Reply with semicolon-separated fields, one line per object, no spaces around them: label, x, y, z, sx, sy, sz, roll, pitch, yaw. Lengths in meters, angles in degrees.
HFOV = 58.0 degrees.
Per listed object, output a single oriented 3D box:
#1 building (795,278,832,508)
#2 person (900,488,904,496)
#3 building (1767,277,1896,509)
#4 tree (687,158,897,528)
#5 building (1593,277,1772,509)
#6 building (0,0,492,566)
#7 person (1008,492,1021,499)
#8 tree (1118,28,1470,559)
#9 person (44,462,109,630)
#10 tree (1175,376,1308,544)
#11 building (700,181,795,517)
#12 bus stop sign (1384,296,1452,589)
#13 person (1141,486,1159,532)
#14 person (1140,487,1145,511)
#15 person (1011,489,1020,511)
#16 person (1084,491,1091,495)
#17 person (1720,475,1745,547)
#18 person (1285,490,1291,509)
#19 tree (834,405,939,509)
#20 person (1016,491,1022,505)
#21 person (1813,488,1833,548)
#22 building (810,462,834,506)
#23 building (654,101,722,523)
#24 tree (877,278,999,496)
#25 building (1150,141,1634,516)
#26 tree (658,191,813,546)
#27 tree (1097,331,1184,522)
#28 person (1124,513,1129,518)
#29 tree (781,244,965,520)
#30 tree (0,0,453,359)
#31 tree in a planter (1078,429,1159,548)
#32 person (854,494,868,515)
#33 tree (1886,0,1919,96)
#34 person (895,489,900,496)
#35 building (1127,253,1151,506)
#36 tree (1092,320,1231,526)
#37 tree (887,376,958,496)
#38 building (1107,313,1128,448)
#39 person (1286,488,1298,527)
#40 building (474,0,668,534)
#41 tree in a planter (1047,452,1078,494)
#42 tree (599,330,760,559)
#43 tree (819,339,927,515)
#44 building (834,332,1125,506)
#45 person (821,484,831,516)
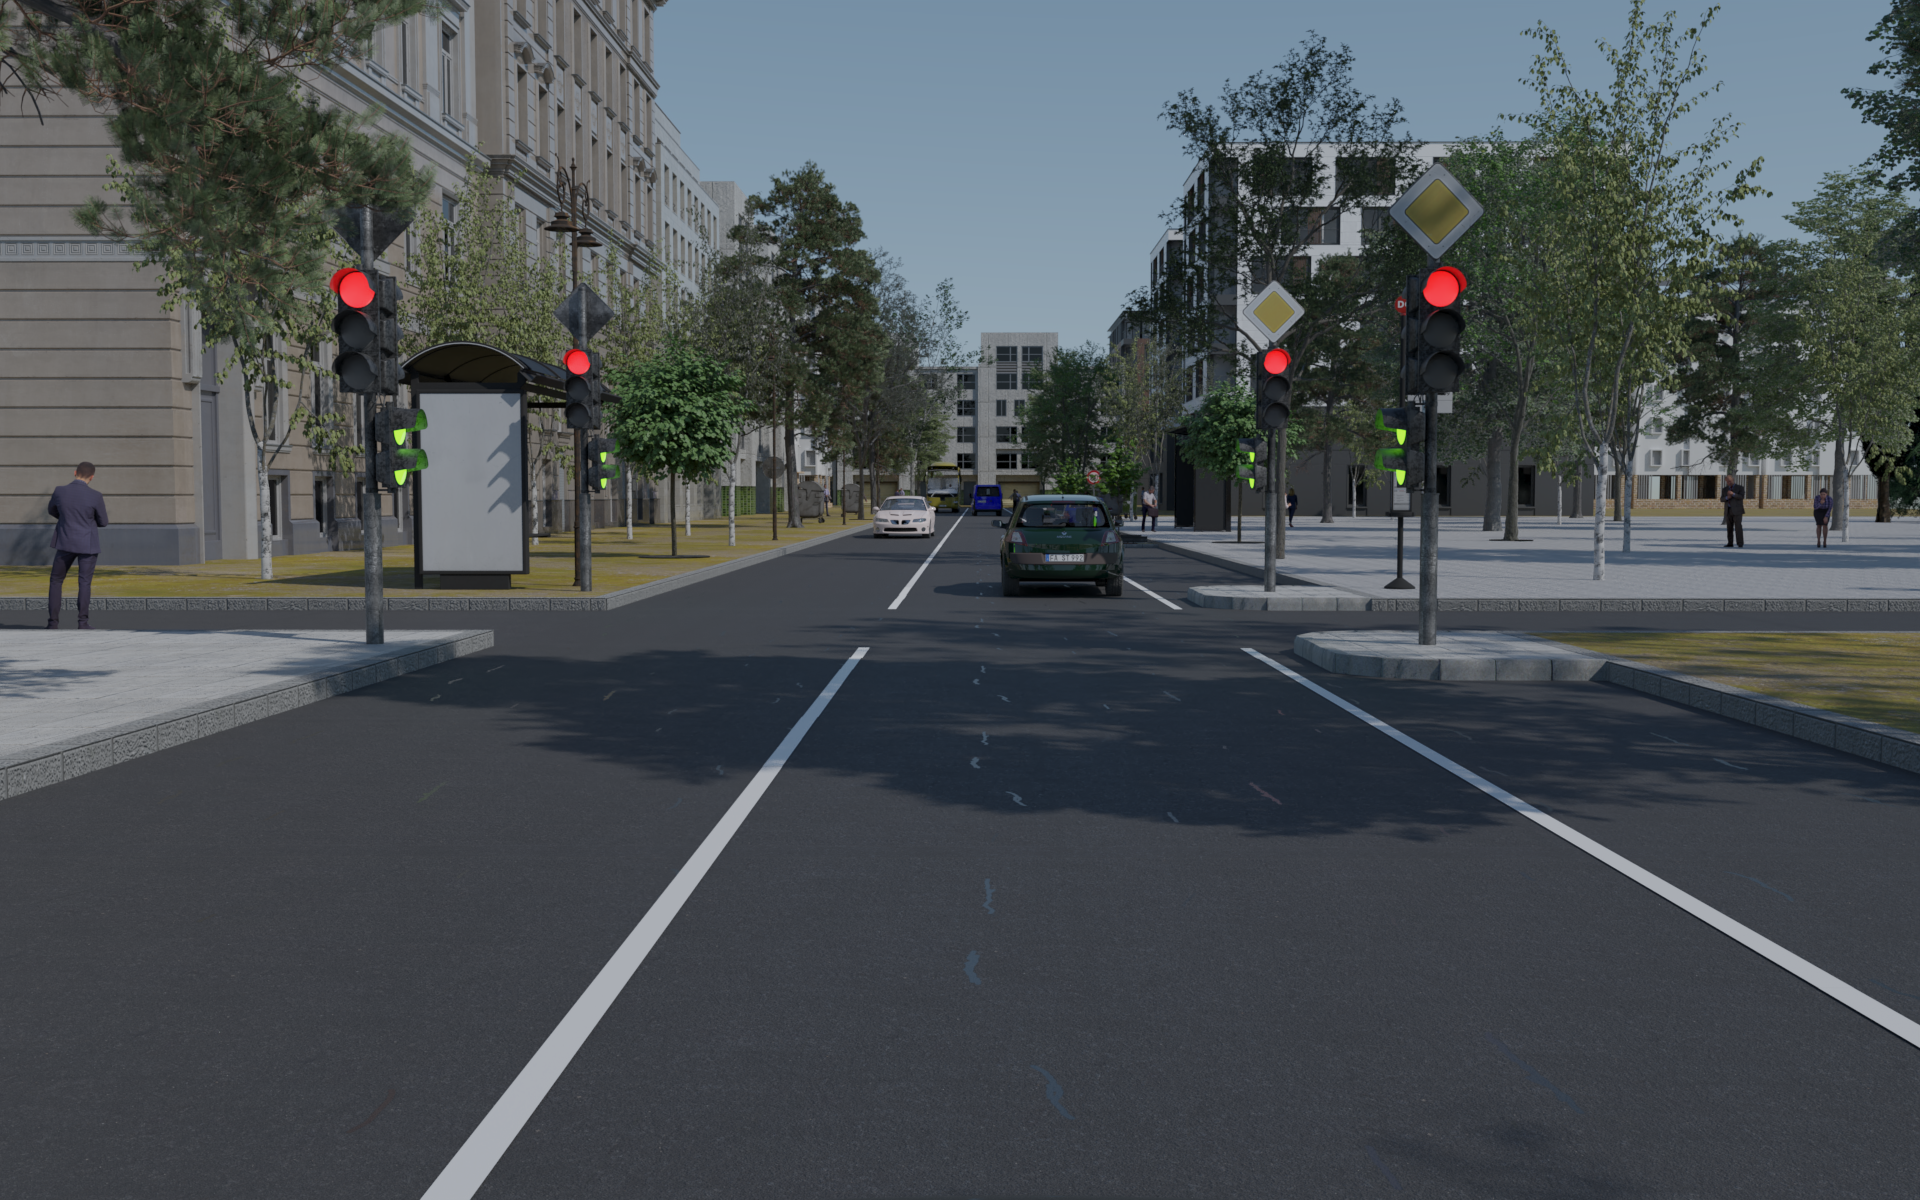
building;-17.744;-18.468;158.374;11.380;20.091;16.016;0;4;1
person;-5.361;-9.178;155.973;0.599;1.838;0.709;-3;4;-38
building;75.438;-18.435;157.836;11.380;20.091;16.016;0;4;1
tree;-6.457;-9.690;65.852;7.806;13.903;7.818;0;3;0
building;64.055;-18.423;157.634;11.380;20.091;16.016;0;4;1
building;-20.108;-15.538;39.950;13.634;28.700;20.117;0;4;1
person;5.390;-9.862;169.831;1.350;1.814;0.705;0;4;8
tree;6.614;-6.099;34.131;7.601;10.594;8.767;-2;4;-30
person;-9.203;-0.555;18.028;0.683;1.767;0.568;-1;4;-14
tree;7.359;-3.761;45.213;4.285;4.588;4.351;0;3;0
building;-20.929;-15.141;114.013;16.747;18.905;31.486;0;4;1
bus stop sign;6.178;-2.118;23.328;0.855;3.939;0.416;1;4;10
person;6.420;-3.071;58.461;0.614;1.554;0.590;-2;4;-35
person;13.837;-7.658;131.232;0.705;1.826;1.348;1;4;16
person;4.334;-7.820;136.374;0.705;1.823;1.348;3;4;36
person;8.846;-7.051;122.146;1.217;1.723;0.721;2;4;27
person;18.610;-2.140;41.724;0.565;1.739;0.600;1;4;22
person;8.184;-2.157;44.499;0.628;1.438;0.799;1;4;11
tree;-5.591;-11.302;119.208;8.767;10.594;7.601;-1;4;-18
person;4.793;-8.260;144.482;0.756;1.711;0.436;1;4;9
person;20.577;-1.959;41.308;0.421;1.427;0.697;2;4;25
building;-29.326;-20.342;199.056;31.486;18.905;16.747;0;4;1
building;-18.035;-14.003;83.699;10.420;20.320;16.860;0;4;1
tree;-3.391;-18.099;151.806;12.611;20.169;13.585;0;3;0
building;28.678;-16.696;116.956;27.936;21.610;32.646;0;4;1
tree;-5.665;-5.656;42.842;4.360;8.622;3.978;0;3;0
tree;8.053;-7.884;79.263;4.737;8.622;4.395;0;3;0
person;9.054;-5.239;92.233;0.750;1.759;0.617;0;4;7
tree;-4.798;-10.697;85.265;12.009;13.543;11.850;0;3;0
tree;-6.136;-5.310;8.879;6.751;12.117;7.091;0;3;0
tree in a planter;4.351;-3.064;47.311;1.991;3.239;1.994;0;4;1
person;-6.214;-6.143;107.030;0.990;1.755;0.434;1;4;12
tree;6.777;-5.193;6.966;6.751;12.117;7.091;0;3;0
person;-5.134;-8.262;142.053;0.530;1.710;0.541;-3;5;-39
building;30.075;-18.689;149.547;27.936;21.610;32.646;0;4;1
tree;7.625;-7.234;68.645;4.360;8.622;3.978;0;3;0
tree;-4.081;-15.169;166.143;7.486;12.596;7.792;0;3;0
building;34.541;-21.974;203.249;32.646;21.610;27.936;0;4;1
person;12.857;-3.580;67.110;0.480;1.512;0.613;0;4;4
building;-18.815;-16.225;62.549;12.463;27.353;25.104;0;4;1
tree in a planter;4.650;-4.727;74.507;1.991;3.239;1.994;0;4;1
tree;-5.706;-3.133;34.939;4.285;4.588;4.351;0;3;0
tree;-5.497;-11.403;108.487;6.751;12.117;7.091;0;3;0
building;2.370;-20.274;197.929;31.486;18.905;16.747;0;4;1
person;-7.749;-5.740;99.765;0.709;1.838;0.599;-2;4;-23
